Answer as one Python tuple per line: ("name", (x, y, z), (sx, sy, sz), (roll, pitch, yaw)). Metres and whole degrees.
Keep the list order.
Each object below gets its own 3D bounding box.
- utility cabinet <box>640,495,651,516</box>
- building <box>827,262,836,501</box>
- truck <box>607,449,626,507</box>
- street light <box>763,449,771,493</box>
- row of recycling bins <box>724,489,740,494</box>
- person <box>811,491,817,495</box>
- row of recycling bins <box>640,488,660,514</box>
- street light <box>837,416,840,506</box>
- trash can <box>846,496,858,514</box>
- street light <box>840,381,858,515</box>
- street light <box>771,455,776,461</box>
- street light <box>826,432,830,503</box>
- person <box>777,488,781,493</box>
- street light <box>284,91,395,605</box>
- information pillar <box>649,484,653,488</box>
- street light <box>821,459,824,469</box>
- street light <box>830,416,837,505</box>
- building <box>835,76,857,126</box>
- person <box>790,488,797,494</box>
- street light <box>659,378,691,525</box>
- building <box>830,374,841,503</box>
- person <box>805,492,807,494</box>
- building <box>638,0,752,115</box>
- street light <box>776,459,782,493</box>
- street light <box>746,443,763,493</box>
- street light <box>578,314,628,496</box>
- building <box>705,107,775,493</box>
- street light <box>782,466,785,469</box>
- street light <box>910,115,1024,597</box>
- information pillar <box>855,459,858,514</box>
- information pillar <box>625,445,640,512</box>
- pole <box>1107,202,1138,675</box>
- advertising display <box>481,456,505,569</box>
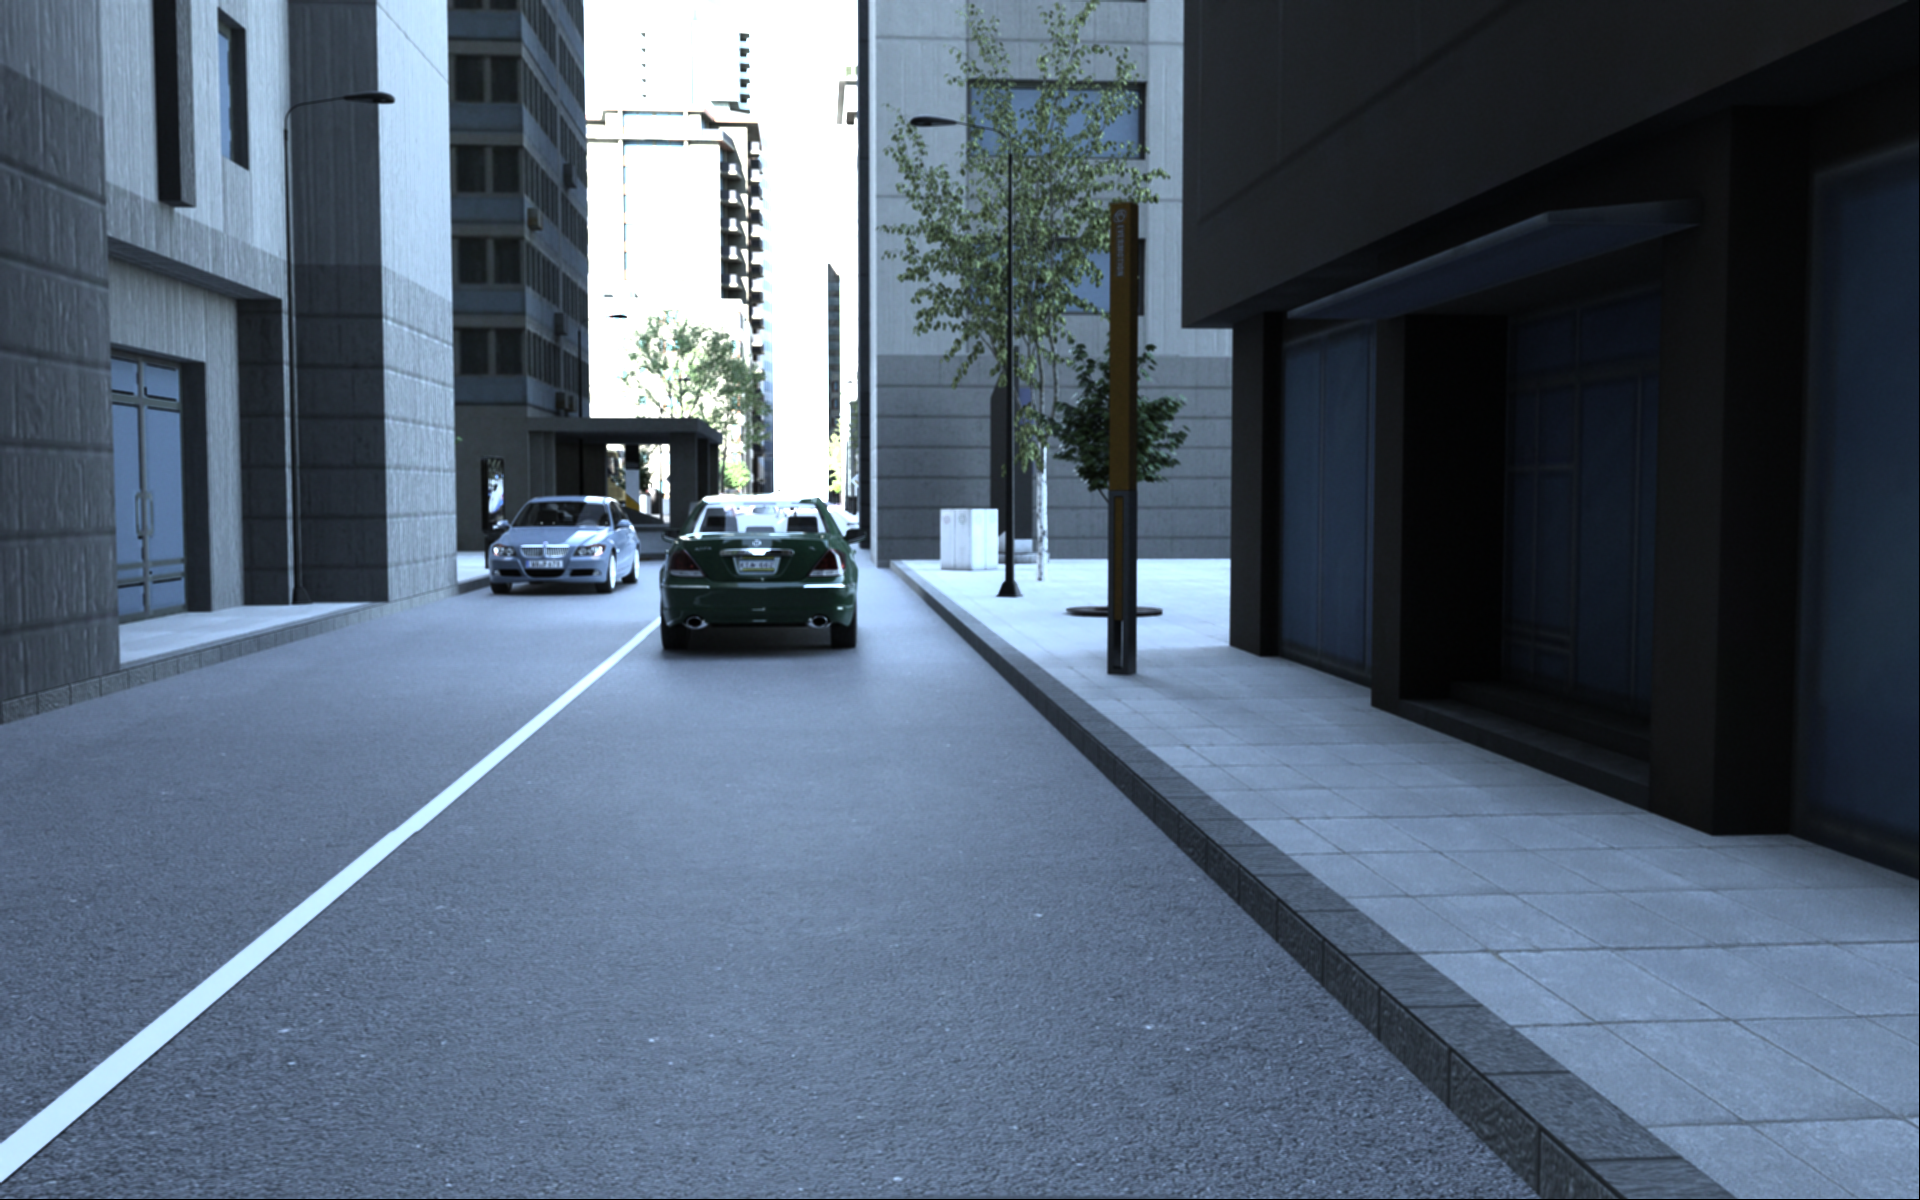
("utility cabinet", (-16.738, -4.946, 92.036), (0.306, 1.237, 1.020), (-2, 4, -34))
("building", (-16.449, -38.074, 306.103), (14.154, 41.232, 14.086), (0, 4, -5))
("truck", (-18.085, -4.760, 73.750), (9.791, 3.379, 3.469), (0, 4, -3))
("street light", (-20.676, -12.665, 179.607), (1.470, 5.913, 1.316), (0, 4, -5))
("row of recycling bins", (-17.829, -7.804, 134.702), (1.069, 1.692, 3.534), (-1, 4, -18))
("person", (-13.216, -8.983, 156.172), (0.742, 1.727, 0.445), (0, 4, 6))
("row of recycling bins", (-20.394, -6.243, 109.191), (1.069, 1.692, 3.534), (3, 4, 37))
("street light", (-4.728, -6.509, 78.962), (1.470, 5.913, 1.316), (0, 4, -5))
("trash can", (-7.037, -6.197, 112.966), (0.748, 1.137, 0.748), (0, 3, 0))
("street light", (-4.057, -6.026, 71.071), (1.470, 5.913, 1.316), (0, 4, -5))
("street light", (-22.724, -14.173, 204.269), (1.470, 5.913, 1.316), (0, 4, -5))
("street light", (-9.062, -9.585, 129.254), (1.470, 5.913, 1.316), (0, 4, -5))
("person", (-10.792, -5.835, 104.180), (0.850, 1.792, 0.678), (0, 4, -1))
("street light", (-7.221, -2.909, 20.102), (1.470, 5.913, 1.316), (0, 4, -5))
("information pillar", (-20.139, -6.612, 112.591), (0.304, 2.012, 0.304), (3, 5, 42))
("street light", (-15.406, -14.251, 205.549), (1.470, 5.913, 1.316), (0, 4, -5))
("street light", (-6.878, -8.017, 103.616), (1.470, 5.913, 1.316), (0, 4, -5))
("building", (-0.949, -38.374, 216.646), (28.713, 52.752, 27.495), (0, 4, -5))
("person", (-10.297, -6.061, 107.557), (0.622, 1.834, 0.822), (1, 4, 9))
("street light", (-11.449, -5.925, 69.417), (1.470, 5.913, 1.316), (0, 4, -5))
("building", (-5.871, -25.672, 264.780), (27.650, 21.520, 28.899), (0, 4, -5))
("person", (-21.194, -14.065, 239.197), (0.721, 1.736, 1.217), (1, 4, 12))
("building", (-42.730, -59.962, 293.054), (22.319, 86.520, 31.000), (0, 4, -5))
("street light", (-25.549, -16.204, 237.475), (1.470, 5.913, 1.316), (0, 4, -5))
("street light", (-18.548, -11.134, 154.582), (1.470, 5.913, 1.316), (0, 4, -5))
("street light", (-9.256, -4.417, 44.766), (1.470, 5.913, 1.316), (0, 4, -5))
("building", (-39.207, -44.135, 263.599), (21.231, 58.520, 28.212), (0, 4, -5))
("street light", (-27.633, -17.712, 262.135), (1.470, 5.913, 1.316), (0, 4, -5))
("street light", (0.085, -2.992, 21.463), (1.470, 5.913, 1.316), (0, 4, -5))
("information pillar", (-6.879, -7.523, 114.362), (0.183, 3.616, 0.504), (0, 4, -7))
("information pillar", (-11.045, -4.105, 58.465), (0.504, 3.616, 0.183), (-1, 4, -14))
("pole", (1.155, -1.126, 12.261), (0.158, 3.312, 0.155), (0, 3, 0))
("advertising display", (-8.101, -1.520, 30.068), (0.123, 1.923, 0.974), (0, 4, 2))
